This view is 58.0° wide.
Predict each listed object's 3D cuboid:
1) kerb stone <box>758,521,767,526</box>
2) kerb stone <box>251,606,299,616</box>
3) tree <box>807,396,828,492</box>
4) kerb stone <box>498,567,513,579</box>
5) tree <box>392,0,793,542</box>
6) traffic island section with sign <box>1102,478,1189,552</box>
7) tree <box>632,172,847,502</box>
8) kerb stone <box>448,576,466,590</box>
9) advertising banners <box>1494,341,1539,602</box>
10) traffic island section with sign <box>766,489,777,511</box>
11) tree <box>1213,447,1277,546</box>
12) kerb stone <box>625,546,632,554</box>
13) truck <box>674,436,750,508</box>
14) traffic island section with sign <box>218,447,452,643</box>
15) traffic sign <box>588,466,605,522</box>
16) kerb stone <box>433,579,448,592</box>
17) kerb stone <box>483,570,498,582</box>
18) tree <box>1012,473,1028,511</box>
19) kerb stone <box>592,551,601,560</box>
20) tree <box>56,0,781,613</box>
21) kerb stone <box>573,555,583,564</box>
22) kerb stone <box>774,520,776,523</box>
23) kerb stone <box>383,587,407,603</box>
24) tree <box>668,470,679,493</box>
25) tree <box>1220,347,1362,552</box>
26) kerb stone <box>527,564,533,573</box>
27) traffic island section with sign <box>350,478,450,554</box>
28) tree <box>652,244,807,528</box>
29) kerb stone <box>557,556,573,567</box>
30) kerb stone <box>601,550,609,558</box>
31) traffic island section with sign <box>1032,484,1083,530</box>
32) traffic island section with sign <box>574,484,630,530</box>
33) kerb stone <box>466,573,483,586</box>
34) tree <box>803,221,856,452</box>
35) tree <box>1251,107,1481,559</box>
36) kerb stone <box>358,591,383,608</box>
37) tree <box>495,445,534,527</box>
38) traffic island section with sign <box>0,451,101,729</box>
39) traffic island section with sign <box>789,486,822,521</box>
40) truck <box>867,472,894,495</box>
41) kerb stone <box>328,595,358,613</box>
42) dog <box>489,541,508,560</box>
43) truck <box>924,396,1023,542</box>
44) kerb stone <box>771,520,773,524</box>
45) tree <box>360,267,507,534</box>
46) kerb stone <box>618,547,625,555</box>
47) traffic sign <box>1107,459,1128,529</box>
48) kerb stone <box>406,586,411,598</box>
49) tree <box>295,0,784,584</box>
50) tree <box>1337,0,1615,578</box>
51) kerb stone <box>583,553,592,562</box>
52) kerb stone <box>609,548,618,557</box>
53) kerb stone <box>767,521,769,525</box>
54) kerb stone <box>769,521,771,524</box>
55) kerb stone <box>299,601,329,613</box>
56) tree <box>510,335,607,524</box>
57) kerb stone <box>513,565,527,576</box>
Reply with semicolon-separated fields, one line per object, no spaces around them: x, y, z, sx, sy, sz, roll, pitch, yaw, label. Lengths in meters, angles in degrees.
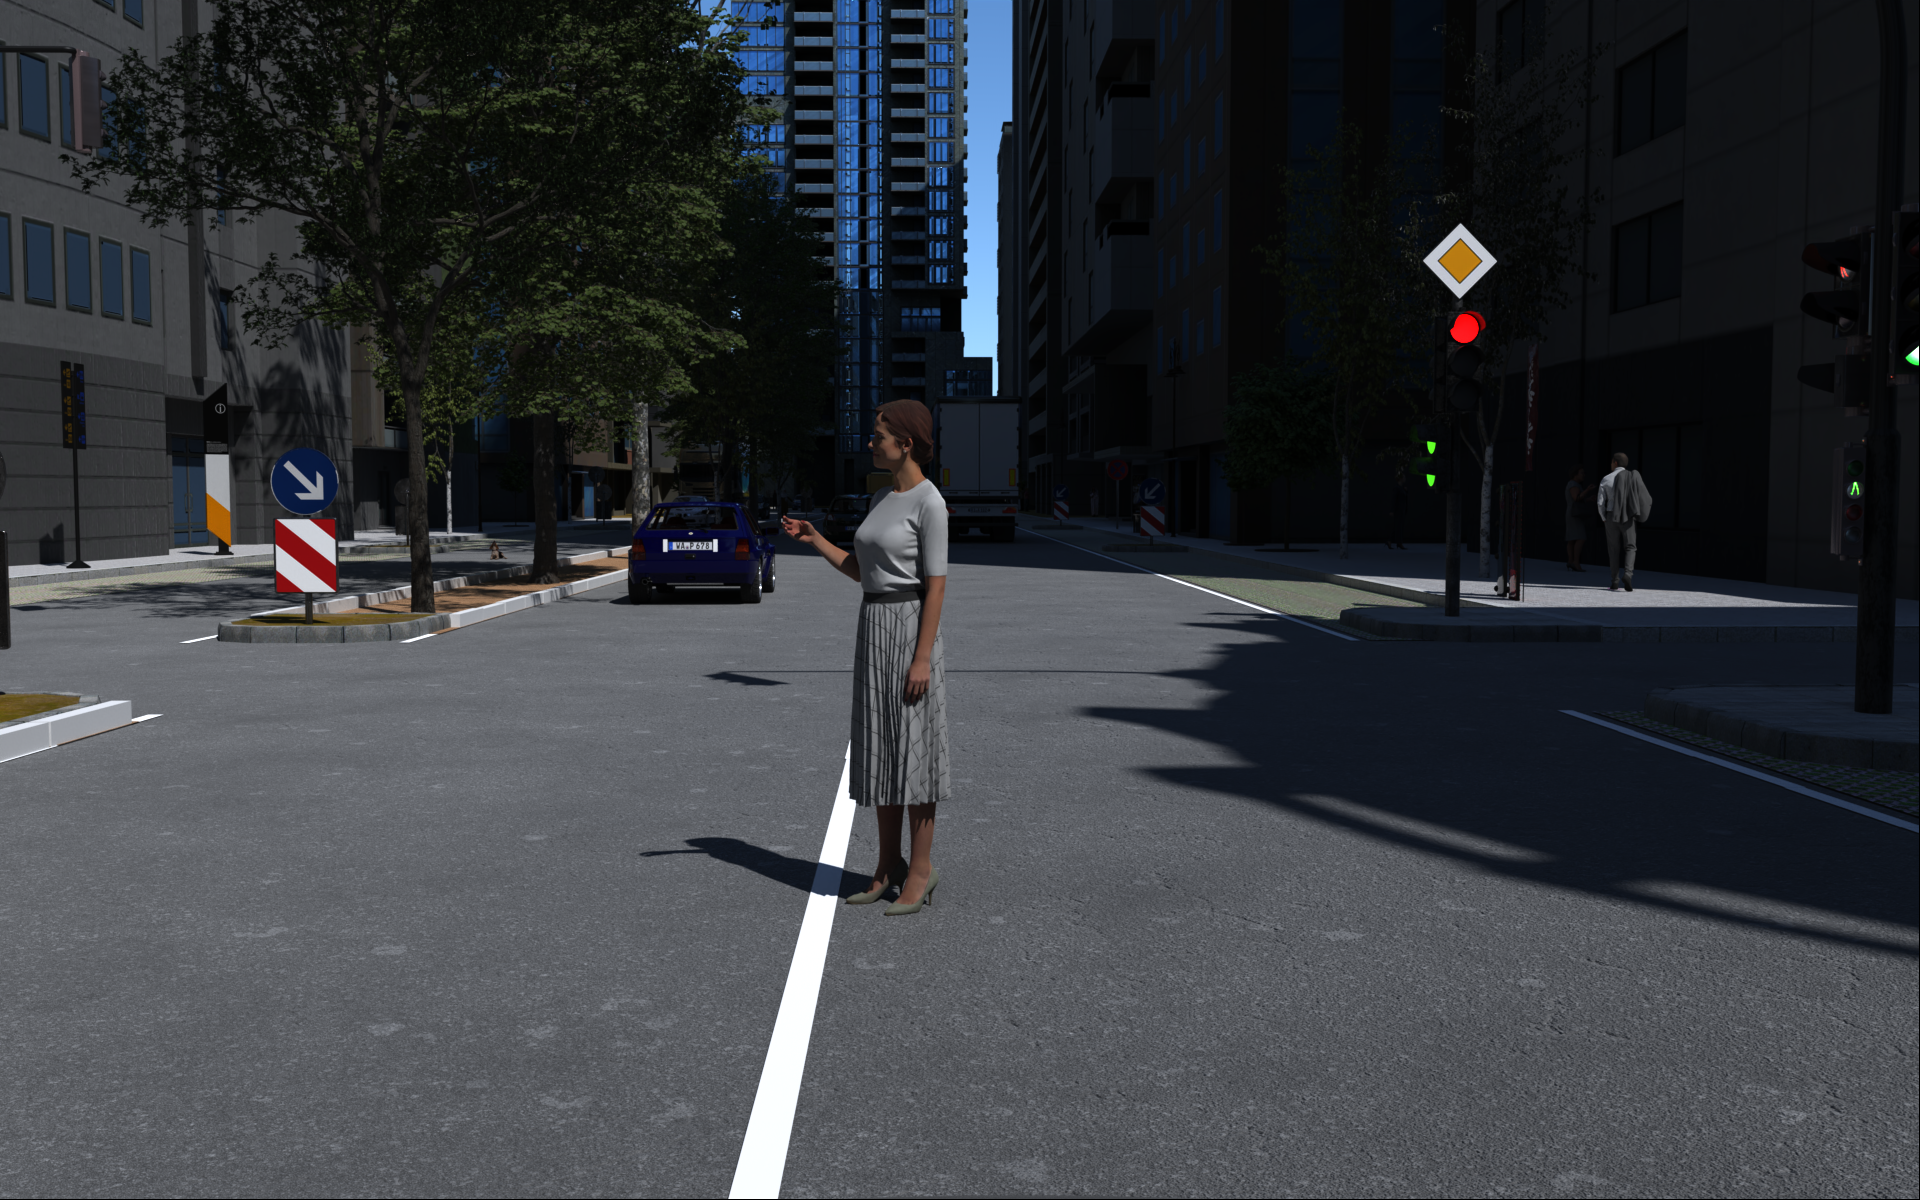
-8.971;-3.440;78.446;0.120;0.150;1.000;0;4;-1;kerb stone
-7.502;0.199;18.943;0.120;0.150;1.000;0;4;-1;kerb stone
-7.511;-7.279;71.826;4.737;8.622;4.395;0;3;0;tree
-7.761;-0.429;29.203;0.120;0.150;1.000;0;4;-1;kerb stone
-8.232;-11.002;38.231;12.611;20.169;13.585;0;3;0;tree
4.590;-2.117;43.248;1.989;1.847;2.006;0;4;-1;traffic island section with sign
-7.372;-7.763;55.131;9.928;11.665;9.643;0;3;0;tree
-7.686;-0.241;26.132;0.120;0.150;1.000;0;4;-1;kerb stone
6.726;-1.514;20.941;0.090;3.025;2.074;0;4;7;advertising banners
-16.202;-8.508;147.739;1.989;1.847;2.006;0;4;-1;traffic island section with sign
7.089;-2.969;43.139;1.663;3.219;1.824;0;3;0;tree
-8.066;-1.175;41.508;0.120;0.150;1.000;0;4;-1;kerb stone
-12.025;-5.927;85.821;2.839;4.237;11.283;0;4;0;truck
-6.412;-0.577;17.575;2.006;1.907;1.989;0;4;-1;traffic island section with sign
-16.535;-4.814;78.815;0.768;2.556;0.104;0;4;0;traffic sign
-7.664;-0.177;25.110;0.120;0.150;1.000;0;4;-1;kerb stone
-7.737;-0.366;28.176;0.120;0.150;1.000;0;4;-1;kerb stone
4.095;-8.842;139.167;1.663;3.219;1.824;0;3;0;tree
-7.961;-0.924;37.391;0.120;0.150;1.000;0;4;-1;kerb stone
-6.205;-5.091;20.100;8.767;10.594;7.601;0;4;-1;tree
-7.910;-0.804;35.347;0.120;0.150;1.000;0;4;-1;kerb stone
-9.093;-3.753;83.582;0.120;0.150;1.000;0;4;-1;kerb stone
-7.609;-0.045;23.053;0.120;0.150;1.000;0;4;-1;kerb stone
-17.820;-7.071;110.216;1.663;3.219;1.824;0;3;0;tree
7.332;-3.366;38.749;4.285;4.588;4.351;0;3;0;tree
-7.816;-0.552;31.253;0.120;0.150;1.000;0;4;-1;kerb stone
-13.620;-2.063;42.354;1.989;1.847;2.006;0;4;-1;traffic island section with sign
-6.668;-5.798;47.624;4.737;8.622;4.395;0;3;0;tree
-7.886;-0.742;34.325;0.120;0.150;1.000;0;4;-1;kerb stone
-7.988;-0.992;38.417;0.120;0.150;1.000;0;4;-1;kerb stone
3.927;-3.766;70.195;1.989;1.847;2.006;0;4;-1;traffic island section with sign
-14.280;-3.711;69.301;1.989;1.847;2.006;0;4;-1;traffic island section with sign
-7.712;-0.303;27.154;0.120;0.150;1.000;0;4;-1;kerb stone
-7.734;-8.765;63.886;7.486;12.596;7.792;0;3;0;tree
7.820;-5.112;33.950;4.737;8.622;4.395;0;3;0;tree
-7.587;0.010;22.027;0.120;0.150;1.000;0;4;-1;kerb stone
-17.441;-4.513;68.386;1.663;3.219;1.824;0;3;0;tree
-6.241;-0.124;10.170;2.006;1.907;1.989;0;4;-1;traffic island section with sign
-8.264;-5.172;92.691;2.006;1.907;1.989;0;4;-1;traffic island section with sign
-6.675;-9.591;152.741;3.469;3.379;9.791;0;4;0;truck
-7.552;0.074;20.994;0.120;0.150;1.000;0;4;-1;kerb stone
-10.147;-1.102;38.209;0.550;0.427;0.748;3;5;40;dog
0.340;-4.045;55.051;2.839;4.237;11.283;0;4;-2;truck
-9.040;-3.628;81.517;0.120;0.150;1.000;0;4;-1;kerb stone
-16.606;-6.415;55.253;4.737;8.622;4.395;0;3;0;tree
-8.034;-1.117;40.476;0.120;0.150;1.000;0;4;-1;kerb stone
5.764;-3.869;63.360;0.768;2.556;0.104;0;4;5;traffic sign
-7.635;-0.116;24.088;0.120;0.150;1.000;0;4;-1;kerb stone
-6.731;-6.549;27.658;7.486;12.596;7.792;0;3;0;tree
8.031;-4.660;26.560;4.360;8.622;3.978;0;3;0;tree
-7.935;-0.867;36.369;0.120;0.150;1.000;0;4;-1;kerb stone
-8.003;-1.055;39.447;0.120;0.150;1.000;0;4;-1;kerb stone
-8.988;-3.501;79.473;0.120;0.150;1.000;0;4;-1;kerb stone
-9.011;-3.561;80.495;0.120;0.150;1.000;0;4;-1;kerb stone
-7.532;0.138;19.965;0.120;0.150;1.000;0;4;-1;kerb stone
-17.025;-7.586;74.390;4.360;8.622;3.978;0;3;0;tree
-7.780;-0.491;30.225;0.120;0.150;1.000;0;4;-1;kerb stone
